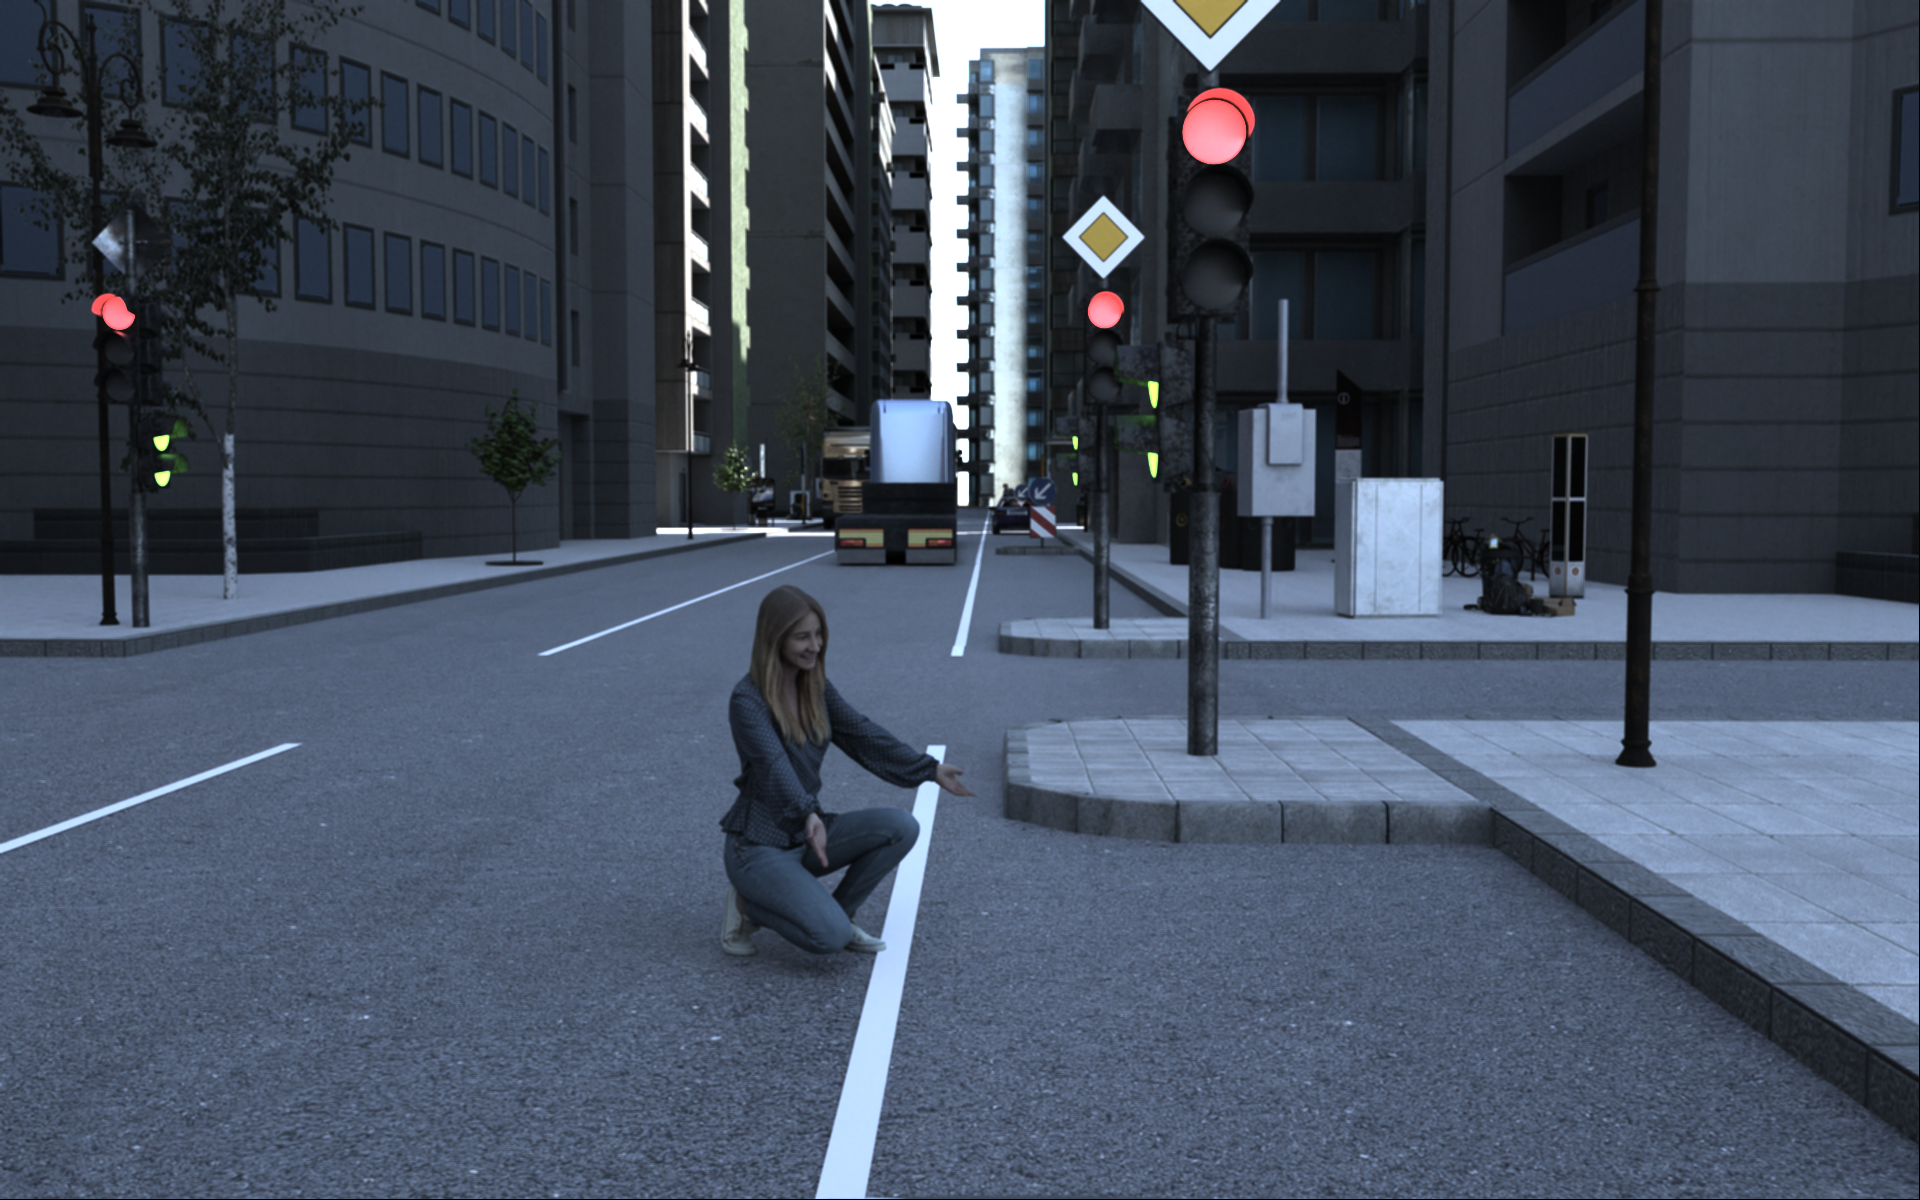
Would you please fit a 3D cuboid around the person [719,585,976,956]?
[{"bbox_3d":[-0.361,0.526,5.402,0.738,1.151,1.012,3,4,38],"label":"person"}]

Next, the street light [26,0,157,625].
[{"bbox_3d":[-8.352,-2.694,16.830,0.468,5.910,1.993,0,4,1],"label":"street light"}]

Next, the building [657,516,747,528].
[{"bbox_3d":[-16.221,-23.472,67.363,14.154,41.232,14.086,0,4,1],"label":"building"}]

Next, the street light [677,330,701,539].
[{"bbox_3d":[-7.663,-4.665,49.064,0.468,5.910,1.993,0,4,1],"label":"street light"}]

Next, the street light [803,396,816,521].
[{"bbox_3d":[-7.077,-6.661,81.696,0.468,5.910,1.993,0,4,1],"label":"street light"}]

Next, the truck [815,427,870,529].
[{"bbox_3d":[-4.460,-5.217,74.211,2.839,4.237,11.283,0,4,-1],"label":"truck"}]

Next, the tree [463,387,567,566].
[{"bbox_3d":[-7.966,-2.251,31.401,1.663,3.219,1.824,0,3,0],"label":"tree"}]

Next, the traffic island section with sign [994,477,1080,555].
[{"bbox_3d":[1.849,-2.006,41.422,1.989,1.847,2.006,0,4,1],"label":"traffic island section with sign"}]

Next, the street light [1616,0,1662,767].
[{"bbox_3d":[3.204,-2.156,8.033,0.468,5.910,1.993,0,4,1],"label":"street light"}]

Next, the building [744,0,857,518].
[{"bbox_3d":[-17.618,-29.258,102.063,21.300,48.544,21.600,0,4,1],"label":"building"}]

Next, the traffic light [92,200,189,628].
[{"bbox_3d":[-7.879,-1.692,16.578,0.839,4.253,0.868,0,4,1],"label":"traffic light"}]

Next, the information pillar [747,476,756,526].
[{"bbox_3d":[-8.477,-4.032,70.413,0.304,2.012,0.304,-1,4,-20],"label":"information pillar"}]

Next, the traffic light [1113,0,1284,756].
[{"bbox_3d":[1.179,-1.194,8.435,0.839,4.253,0.868,0,4,1],"label":"traffic light"}]

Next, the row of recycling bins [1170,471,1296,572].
[{"bbox_3d":[4.758,-1.420,30.331,1.069,1.692,3.534,-1,4,-20],"label":"row of recycling bins"}]

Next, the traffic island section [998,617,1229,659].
[{"bbox_3d":[1.371,0.352,16.532,2.009,0.180,2.903,0,4,1],"label":"traffic island section"}]

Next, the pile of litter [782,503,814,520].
[{"bbox_3d":[-8.093,-4.377,85.524,1.719,0.858,1.176,1,4,17],"label":"pile of litter"}]

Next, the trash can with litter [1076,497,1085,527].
[{"bbox_3d":[4.924,-3.501,68.633,0.624,1.170,1.055,0,4,-2],"label":"trash can with litter"}]

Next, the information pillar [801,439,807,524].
[{"bbox_3d":[-6.652,-5.030,73.591,0.183,3.616,0.504,0,4,3],"label":"information pillar"}]

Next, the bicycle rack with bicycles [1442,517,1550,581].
[{"bbox_3d":[7.418,-0.789,26.283,2.852,0.926,2.925,-1,4,-17],"label":"bicycle rack with bicycles"}]

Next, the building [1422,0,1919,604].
[{"bbox_3d":[23.298,-29.521,24.662,28.212,58.520,21.231,0,4,1],"label":"building"}]

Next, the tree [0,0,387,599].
[{"bbox_3d":[-9.167,-4.317,20.944,4.360,8.622,3.978,0,3,0],"label":"tree"}]

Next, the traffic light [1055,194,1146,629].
[{"bbox_3d":[1.331,-1.682,16.419,0.839,4.253,0.868,0,4,1],"label":"traffic light"}]

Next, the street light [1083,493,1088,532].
[{"bbox_3d":[4.258,-5.243,58.516,0.468,5.910,1.993,0,4,1],"label":"street light"}]

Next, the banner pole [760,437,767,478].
[{"bbox_3d":[-8.611,-5.265,76.094,0.401,3.779,0.863,-2,4,-29],"label":"banner pole"}]

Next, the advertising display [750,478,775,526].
[{"bbox_3d":[-7.848,-3.892,68.843,0.974,1.923,0.123,0,4,7],"label":"advertising display"}]

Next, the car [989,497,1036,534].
[{"bbox_3d":[2.032,-3.076,62.875,1.945,1.354,3.894,0,4,0],"label":"car"}]

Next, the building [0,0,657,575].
[{"bbox_3d":[-20.094,-30.325,37.809,21.231,58.520,28.212,0,4,1],"label":"building"}]

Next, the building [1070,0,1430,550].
[{"bbox_3d":[14.723,-26.387,51.028,23.786,49.044,30.456,0,4,1],"label":"building"}]

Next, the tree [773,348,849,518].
[{"bbox_3d":[-7.658,-8.429,88.172,4.737,8.622,4.395,0,3,0],"label":"tree"}]

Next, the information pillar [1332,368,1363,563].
[{"bbox_3d":[7.222,-2.502,32.262,0.504,3.616,0.183,1,4,23],"label":"information pillar"}]

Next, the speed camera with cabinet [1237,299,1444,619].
[{"bbox_3d":[3.948,-1.447,17.990,2.038,3.252,0.660,0,4,-7],"label":"speed camera with cabinet"}]

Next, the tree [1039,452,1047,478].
[{"bbox_3d":[6.016,-6.827,95.336,4.285,4.588,4.351,0,3,0],"label":"tree"}]

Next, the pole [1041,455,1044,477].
[{"bbox_3d":[4.348,-5.946,91.058,0.158,3.312,0.155,0,3,0],"label":"pole"}]

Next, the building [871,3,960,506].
[{"bbox_3d":[-14.061,-36.683,189.008,27.495,52.752,28.713,0,4,1],"label":"building"}]

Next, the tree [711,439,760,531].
[{"bbox_3d":[-7.745,-4.016,60.264,1.663,3.219,1.824,0,3,0],"label":"tree"}]

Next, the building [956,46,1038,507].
[{"bbox_3d":[14.857,-34.635,185.887,30.456,49.044,23.786,0,4,1],"label":"building"}]

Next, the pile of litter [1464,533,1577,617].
[{"bbox_3d":[6.114,-0.300,18.877,1.176,0.858,1.719,1,4,15],"label":"pile of litter"}]

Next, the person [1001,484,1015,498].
[{"bbox_3d":[1.958,-3.776,70.043,0.655,1.846,0.447,3,4,37],"label":"person"}]

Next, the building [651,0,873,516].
[{"bbox_3d":[-13.528,-26.693,120.021,14.154,41.232,14.086,0,4,1],"label":"building"}]

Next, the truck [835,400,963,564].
[{"bbox_3d":[-1.334,-3.297,43.663,2.967,4.110,18.799,0,4,0],"label":"truck"}]

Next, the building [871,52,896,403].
[{"bbox_3d":[-17.901,-28.133,151.852,23.993,40.220,32.217,0,4,1],"label":"building"}]

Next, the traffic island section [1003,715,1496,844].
[{"bbox_3d":[1.219,0.840,8.548,2.009,0.180,2.903,0,4,1],"label":"traffic island section"}]

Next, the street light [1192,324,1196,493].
[{"bbox_3d":[3.585,-3.268,26.221,0.468,5.910,1.993,0,4,1],"label":"street light"}]

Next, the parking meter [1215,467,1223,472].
[{"bbox_3d":[5.346,-1.874,36.357,0.255,1.863,0.399,3,5,44],"label":"parking meter"}]

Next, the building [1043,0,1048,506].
[{"bbox_3d":[16.532,-35.632,124.581,21.231,58.520,28.212,0,4,1],"label":"building"}]

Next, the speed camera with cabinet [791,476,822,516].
[{"bbox_3d":[-7.902,-5.943,91.512,2.038,3.252,0.660,-1,4,-14],"label":"speed camera with cabinet"}]

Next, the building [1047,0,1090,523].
[{"bbox_3d":[11.115,-18.972,81.894,14.160,30.474,14.107,0,4,1],"label":"building"}]

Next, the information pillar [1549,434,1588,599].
[{"bbox_3d":[7.466,-1.025,21.257,0.304,2.012,0.304,-1,4,-23],"label":"information pillar"}]
